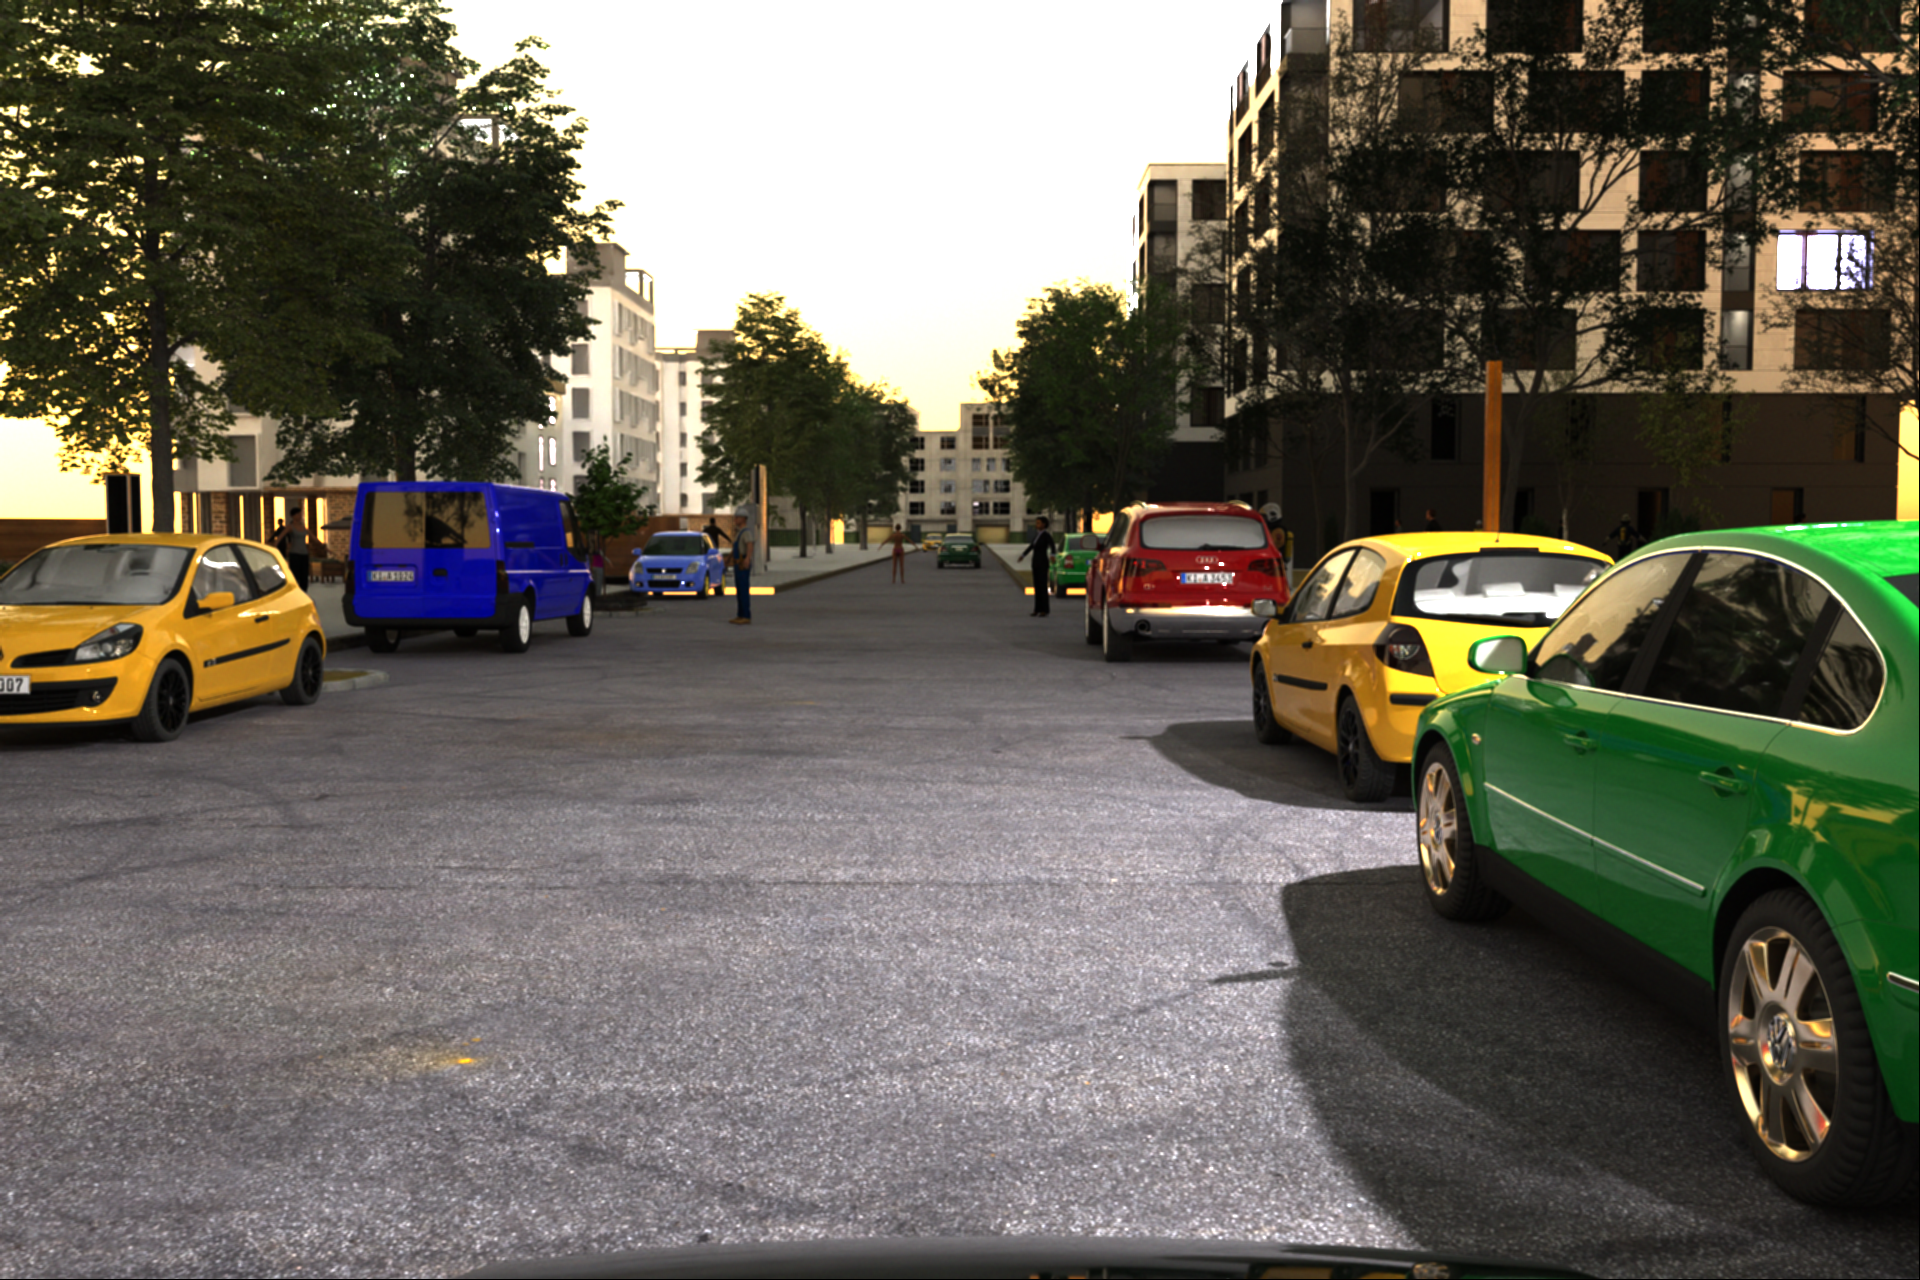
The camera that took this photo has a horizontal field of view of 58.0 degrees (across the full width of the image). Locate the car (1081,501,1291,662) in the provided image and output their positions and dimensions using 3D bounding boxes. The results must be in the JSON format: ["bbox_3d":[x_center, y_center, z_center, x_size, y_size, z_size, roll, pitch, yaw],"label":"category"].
[{"bbox_3d":[2.636,-0.748,20.903,2.281,1.827,5.304,0,4,0],"label":"car"}]

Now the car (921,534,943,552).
[{"bbox_3d":[-2.049,-7.824,138.142,2.015,1.641,3.980,0,4,1],"label":"car"}]

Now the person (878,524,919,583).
[{"bbox_3d":[-1.803,-2.535,50.705,1.217,1.733,0.721,0,4,1],"label":"person"}]

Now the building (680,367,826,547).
[{"bbox_3d":[-24.805,-20.007,193.576,16.747,18.905,31.486,0,4,1],"label":"building"}]

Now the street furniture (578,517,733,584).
[{"bbox_3d":[-9.140,-2.494,47.639,9.812,1.723,11.010,-1,4,-15],"label":"street furniture"}]

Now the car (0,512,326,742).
[{"bbox_3d":[-6.274,-0.178,13.133,2.015,1.641,3.980,0,3,0],"label":"car"}]

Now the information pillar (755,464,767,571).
[{"bbox_3d":[-6.801,-4.149,59.145,0.184,3.620,1.656,0,4,1],"label":"information pillar"}]

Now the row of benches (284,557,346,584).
[{"bbox_3d":[-17.485,-1.906,46.627,1.422,0.672,4.104,-3,4,-36],"label":"row of benches"}]

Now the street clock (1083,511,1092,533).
[{"bbox_3d":[4.047,-3.066,54.699,0.358,2.002,0.471,0,4,-1],"label":"street clock"}]

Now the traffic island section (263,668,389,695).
[{"bbox_3d":[-6.548,0.397,16.369,1.991,0.108,1.994,0,4,1],"label":"traffic island section"}]

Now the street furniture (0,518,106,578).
[{"bbox_3d":[-28.164,-2.566,48.809,11.010,1.723,9.812,3,5,45],"label":"street furniture"}]

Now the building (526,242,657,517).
[{"bbox_3d":[-27.275,-15.735,113.686,16.016,20.090,11.380,0,4,1],"label":"building"}]

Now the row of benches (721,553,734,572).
[{"bbox_3d":[-8.815,-2.683,59.329,4.104,0.672,1.422,3,4,38],"label":"row of benches"}]

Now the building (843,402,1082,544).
[{"bbox_3d":[0.789,-22.654,239.310,31.486,18.905,16.747,0,4,6],"label":"building"}]

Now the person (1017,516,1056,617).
[{"bbox_3d":[1.343,-1.280,30.112,0.721,1.740,1.216,-2,4,-27],"label":"person"}]

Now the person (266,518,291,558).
[{"bbox_3d":[-21.949,-3.041,55.939,0.704,1.802,1.346,1,4,11],"label":"person"}]

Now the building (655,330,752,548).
[{"bbox_3d":[-25.980,-18.657,161.459,16.016,20.090,11.380,0,3,0],"label":"building"}]

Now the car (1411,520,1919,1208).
[{"bbox_3d":[2.649,0.228,5.064,1.959,1.807,4.718,0,3,0],"label":"car"}]

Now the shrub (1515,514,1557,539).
[{"bbox_3d":[19.490,-3.337,58.984,1.690,2.028,1.600,0,3,0],"label":"shrub"}]

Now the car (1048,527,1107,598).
[{"bbox_3d":[3.007,-1.917,40.144,1.959,1.807,4.718,0,4,-1],"label":"car"}]

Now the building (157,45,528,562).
[{"bbox_3d":[-25.468,-12.975,68.566,16.016,20.090,11.380,0,4,1],"label":"building"}]

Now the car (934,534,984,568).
[{"bbox_3d":[-0.037,-3.778,73.569,2.131,1.459,4.920,0,3,0],"label":"car"}]

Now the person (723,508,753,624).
[{"bbox_3d":[-3.516,-1.188,27.742,0.705,1.847,1.347,-1,4,-22],"label":"person"}]

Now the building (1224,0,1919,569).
[{"bbox_3d":[25.678,-14.370,78.925,27.936,21.610,32.646,0,3,0],"label":"building"}]

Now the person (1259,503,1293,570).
[{"bbox_3d":[4.242,-0.951,23.775,0.705,1.858,1.354,0,4,1],"label":"person"}]

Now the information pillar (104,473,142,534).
[{"bbox_3d":[-10.042,-0.999,20.833,0.304,2.012,0.304,0,3,0],"label":"information pillar"}]

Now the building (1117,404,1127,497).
[{"bbox_3d":[25.874,-19.151,179.577,16.747,18.905,31.486,0,4,0],"label":"building"}]

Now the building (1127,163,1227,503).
[{"bbox_3d":[24.551,-16.392,111.980,27.936,21.610,32.646,0,4,1],"label":"building"}]

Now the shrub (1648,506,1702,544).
[{"bbox_3d":[18.233,-2.423,44.043,1.690,2.028,1.600,0,3,0],"label":"shrub"}]

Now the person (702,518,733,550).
[{"bbox_3d":[-8.108,-3.098,56.792,1.346,1.812,0.704,0,4,-8],"label":"person"}]

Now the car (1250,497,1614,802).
[{"bbox_3d":[2.900,-0.028,10.680,2.015,1.641,3.980,0,4,-1],"label":"car"}]

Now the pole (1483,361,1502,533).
[{"bbox_3d":[6.298,-1.632,20.526,0.158,3.312,0.155,0,3,0],"label":"pole"}]

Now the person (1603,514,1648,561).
[{"bbox_3d":[19.473,-2.747,50.691,1.354,1.856,0.705,3,4,38],"label":"person"}]

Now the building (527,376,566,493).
[{"bbox_3d":[-26.550,-9.459,96.803,9.099,9.664,28.070,0,4,1],"label":"building"}]

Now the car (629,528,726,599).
[{"bbox_3d":[-6.358,-1.807,39.128,1.945,1.707,3.694,0,4,1],"label":"car"}]
